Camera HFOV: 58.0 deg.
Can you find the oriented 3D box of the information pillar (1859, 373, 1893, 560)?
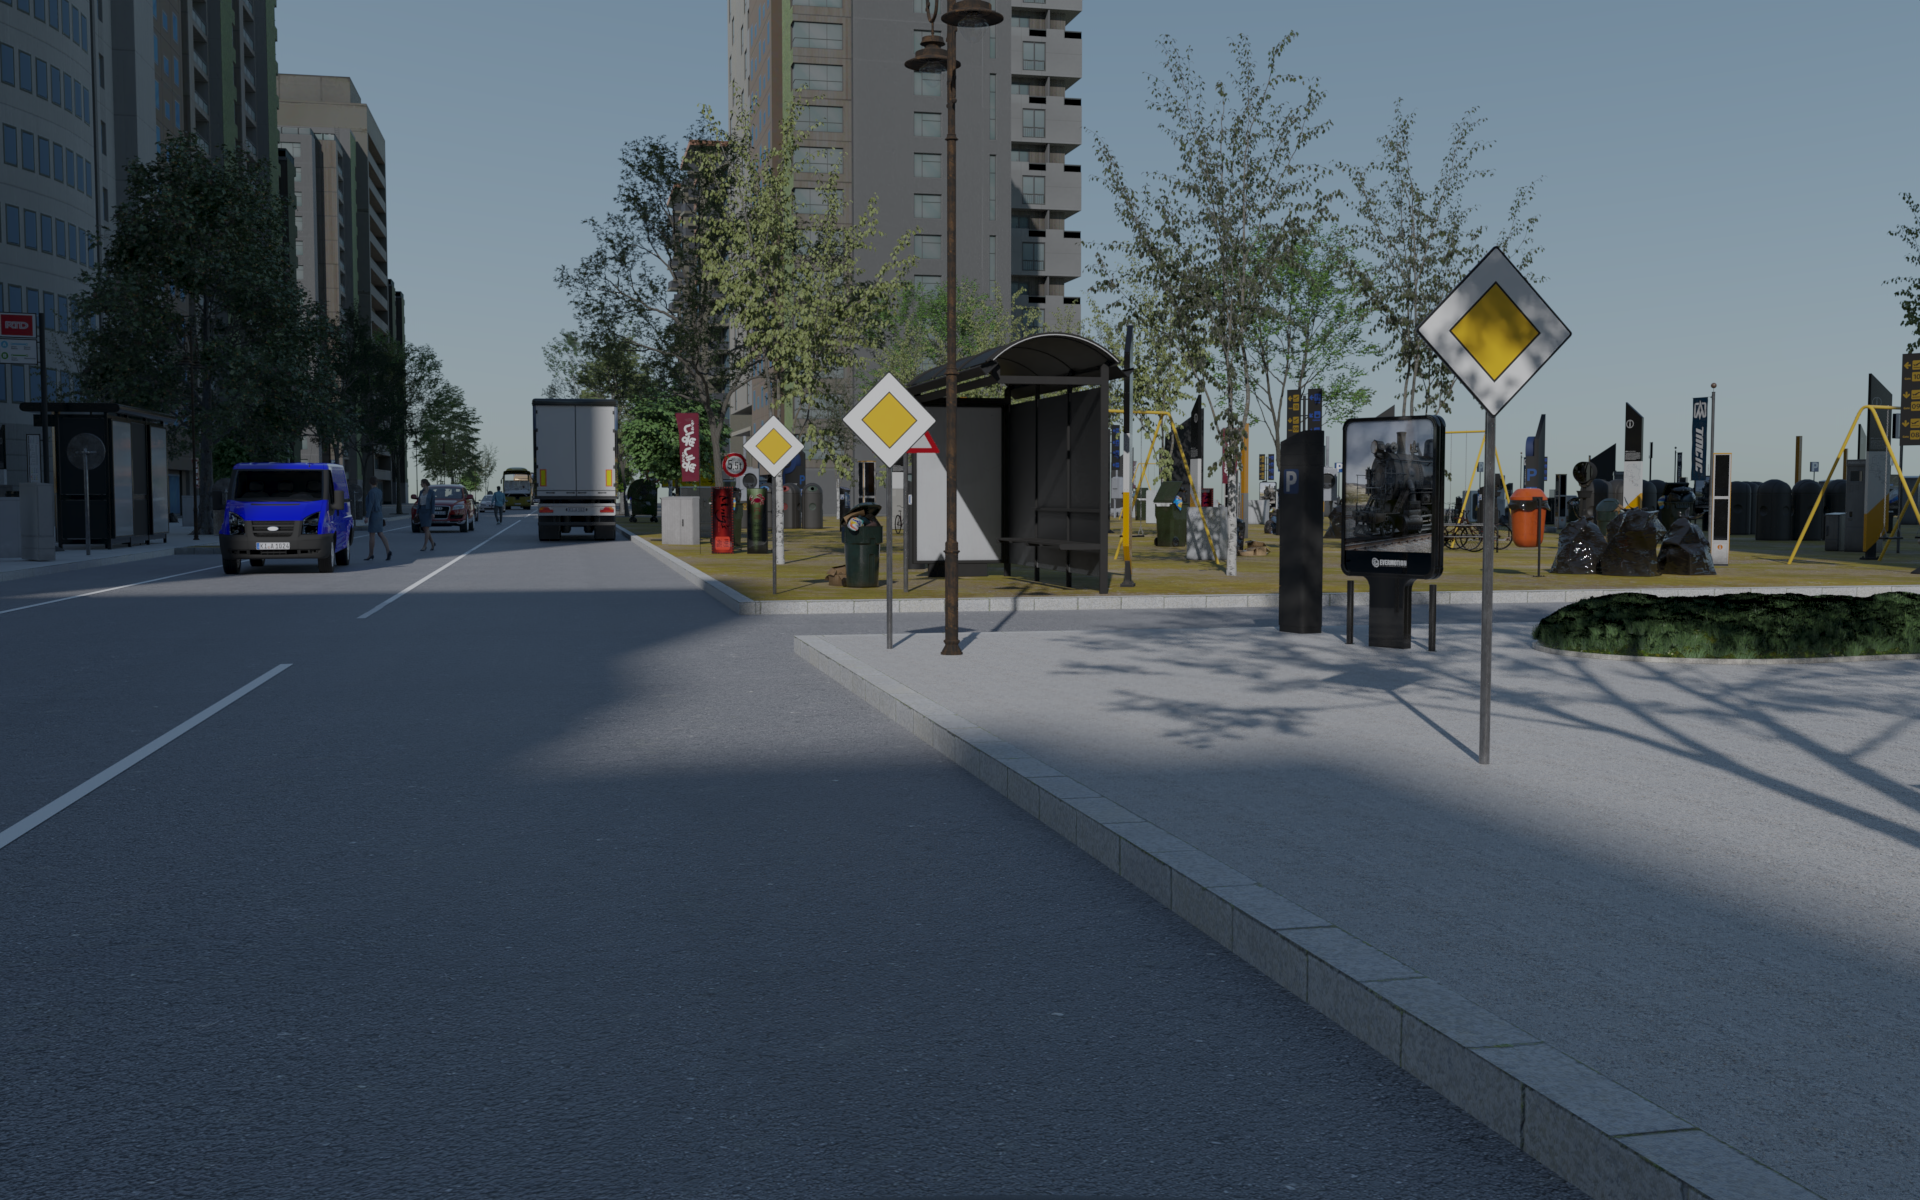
[{"bbox_3d":[17.838,-2.589,33.681,0.504,3.616,0.183,-1,4,-9],"label":"information pillar"}]

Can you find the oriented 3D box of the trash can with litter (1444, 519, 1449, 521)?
[{"bbox_3d":[23.603,-4.385,82.757,2.233,1.210,1.678,3,5,39],"label":"trash can with litter"}]

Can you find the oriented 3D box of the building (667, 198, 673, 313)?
[{"bbox_3d":[-29.197,-35.881,241.272,22.147,44.769,28.867,-1,4,-13],"label":"building"}]

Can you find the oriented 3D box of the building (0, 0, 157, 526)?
[{"bbox_3d":[-46.550,-32.197,68.427,21.231,58.520,28.212,-1,4,-13],"label":"building"}]

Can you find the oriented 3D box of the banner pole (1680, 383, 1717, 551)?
[{"bbox_3d":[16.861,-3.011,39.249,0.401,3.779,0.863,-1,4,-20],"label":"banner pole"}]

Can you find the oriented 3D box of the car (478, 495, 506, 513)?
[{"bbox_3d":[-36.585,-7.533,135.528,2.083,1.381,4.827,-1,4,-12],"label":"car"}]

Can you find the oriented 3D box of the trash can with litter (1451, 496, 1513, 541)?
[{"bbox_3d":[14.986,-2.249,47.821,2.233,1.210,1.678,0,4,-6],"label":"trash can with litter"}]

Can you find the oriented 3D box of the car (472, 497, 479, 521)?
[{"bbox_3d":[-26.006,-4.908,90.026,2.009,1.686,4.222,-1,4,-12],"label":"car"}]

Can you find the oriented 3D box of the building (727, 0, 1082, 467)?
[{"bbox_3d":[-5.394,-34.325,150.456,28.713,52.752,27.495,-1,4,-13],"label":"building"}]

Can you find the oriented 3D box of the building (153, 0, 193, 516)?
[{"bbox_3d":[-51.393,-27.198,94.794,14.600,45.320,14.200,-1,4,-13],"label":"building"}]

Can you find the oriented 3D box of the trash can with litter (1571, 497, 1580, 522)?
[{"bbox_3d":[26.541,-3.773,73.078,1.055,1.170,0.624,0,4,-8],"label":"trash can with litter"}]

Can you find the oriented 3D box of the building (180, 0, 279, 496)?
[{"bbox_3d":[-56.673,-26.877,123.026,14.154,41.232,14.086,-1,4,-13],"label":"building"}]

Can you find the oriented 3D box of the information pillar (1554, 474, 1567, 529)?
[{"bbox_3d":[21.848,-3.578,62.991,0.304,2.012,0.304,-1,4,-10],"label":"information pillar"}]

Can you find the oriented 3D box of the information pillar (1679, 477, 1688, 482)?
[{"bbox_3d":[31.285,-4.309,74.951,0.304,2.012,0.304,3,4,36],"label":"information pillar"}]

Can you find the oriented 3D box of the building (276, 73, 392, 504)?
[{"bbox_3d":[-79.294,-35.454,203.373,21.300,48.544,21.600,-1,4,-13],"label":"building"}]

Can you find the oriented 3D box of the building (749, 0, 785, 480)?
[{"bbox_3d":[-7.870,-29.259,128.496,14.600,45.320,14.200,-1,4,-13],"label":"building"}]

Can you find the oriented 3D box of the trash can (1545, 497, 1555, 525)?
[{"bbox_3d":[25.335,-3.859,74.742,0.748,1.137,0.748,0,3,0],"label":"trash can"}]

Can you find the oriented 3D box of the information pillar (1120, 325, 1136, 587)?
[{"bbox_3d":[2.313,-1.987,23.836,0.183,3.616,0.504,1,4,11],"label":"information pillar"}]

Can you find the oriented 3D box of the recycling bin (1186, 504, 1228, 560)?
[{"bbox_3d":[4.906,-1.308,33.946,0.722,1.027,0.722,2,4,32],"label":"recycling bin"}]

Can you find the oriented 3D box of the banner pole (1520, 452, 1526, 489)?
[{"bbox_3d":[33.554,-6.910,103.000,0.401,3.779,0.863,-3,5,-39],"label":"banner pole"}]

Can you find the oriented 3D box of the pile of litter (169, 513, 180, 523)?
[{"bbox_3d":[-35.729,-3.879,77.383,1.719,0.858,1.176,-3,5,-41],"label":"pile of litter"}]

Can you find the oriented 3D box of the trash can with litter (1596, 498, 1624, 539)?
[{"bbox_3d":[16.167,-1.954,43.330,0.624,1.170,1.055,3,5,41],"label":"trash can with litter"}]

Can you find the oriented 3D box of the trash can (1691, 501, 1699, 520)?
[{"bbox_3d":[35.990,-4.495,85.151,0.748,1.137,0.748,0,3,0],"label":"trash can"}]

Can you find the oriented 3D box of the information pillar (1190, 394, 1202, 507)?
[{"bbox_3d":[5.569,-3.029,40.877,0.183,3.616,0.504,-1,4,-14],"label":"information pillar"}]

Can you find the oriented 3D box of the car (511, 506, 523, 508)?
[{"bbox_3d":[-46.183,-10.389,179.639,2.009,1.686,4.222,-1,4,-11],"label":"car"}]

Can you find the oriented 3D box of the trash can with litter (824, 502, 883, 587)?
[{"bbox_3d":[-1.527,-0.770,23.977,0.624,1.170,1.055,-3,4,-37],"label":"trash can with litter"}]

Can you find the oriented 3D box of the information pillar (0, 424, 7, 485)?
[{"bbox_3d":[-32.234,-4.095,58.311,0.504,3.616,0.183,3,4,38],"label":"information pillar"}]

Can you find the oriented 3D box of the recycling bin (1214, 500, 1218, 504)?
[{"bbox_3d":[11.054,-3.954,77.204,0.722,1.027,0.722,-1,4,-12],"label":"recycling bin"}]

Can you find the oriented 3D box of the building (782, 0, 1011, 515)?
[{"bbox_3d":[-4.932,-26.374,114.811,14.154,41.232,14.086,-1,4,-13],"label":"building"}]

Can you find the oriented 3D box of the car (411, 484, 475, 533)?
[{"bbox_3d":[-19.704,-3.513,66.116,2.281,1.827,5.304,-1,4,-12],"label":"car"}]

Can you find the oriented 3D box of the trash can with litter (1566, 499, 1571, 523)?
[{"bbox_3d":[27.418,-4.070,77.928,0.624,1.170,1.055,-1,4,-21],"label":"trash can with litter"}]

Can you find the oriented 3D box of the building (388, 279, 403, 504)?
[{"bbox_3d":[-80.106,-27.543,222.021,14.160,30.474,14.107,-1,4,-13],"label":"building"}]

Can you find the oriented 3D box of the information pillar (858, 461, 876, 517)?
[{"bbox_3d":[-2.057,-2.068,38.311,0.304,2.012,0.304,-2,4,-27],"label":"information pillar"}]

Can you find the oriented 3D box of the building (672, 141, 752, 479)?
[{"bbox_3d":[-22.761,-34.163,213.183,22.147,44.769,28.867,-1,4,-13],"label":"building"}]

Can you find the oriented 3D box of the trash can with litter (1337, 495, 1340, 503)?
[{"bbox_3d":[22.101,-5.439,99.985,2.233,1.210,1.678,-2,4,-28],"label":"trash can with litter"}]

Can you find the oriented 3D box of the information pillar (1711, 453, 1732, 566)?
[{"bbox_3d":[13.603,-1.619,30.958,0.304,2.012,0.304,1,4,23],"label":"information pillar"}]

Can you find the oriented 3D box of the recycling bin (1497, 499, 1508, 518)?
[{"bbox_3d":[27.190,-4.577,87.384,0.722,1.027,0.722,2,4,28],"label":"recycling bin"}]

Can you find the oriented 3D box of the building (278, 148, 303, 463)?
[{"bbox_3d":[-60.724,-22.349,137.100,14.160,30.474,14.107,-1,4,-13],"label":"building"}]

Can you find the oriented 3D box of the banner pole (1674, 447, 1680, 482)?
[{"bbox_3d":[37.765,-6.187,91.181,0.401,3.779,0.863,-1,4,-10],"label":"banner pole"}]

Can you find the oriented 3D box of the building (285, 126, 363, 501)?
[{"bbox_3d":[-72.938,-30.776,186.779,14.154,41.232,14.086,-1,4,-13],"label":"building"}]

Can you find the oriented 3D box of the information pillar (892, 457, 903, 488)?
[{"bbox_3d":[-2.340,-4.555,65.822,0.504,3.616,0.183,-1,4,-10],"label":"information pillar"}]

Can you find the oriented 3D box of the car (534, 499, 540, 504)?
[{"bbox_3d":[-57.601,-13.565,234.142,2.083,1.381,4.827,-1,4,-13],"label":"car"}]

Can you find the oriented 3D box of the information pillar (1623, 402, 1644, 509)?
[{"bbox_3d":[17.074,-3.217,43.955,0.183,3.616,0.504,-3,4,-37],"label":"information pillar"}]

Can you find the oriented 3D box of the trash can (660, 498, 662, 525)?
[{"bbox_3d":[-11.594,-3.504,68.951,0.748,1.137,0.748,0,3,0],"label":"trash can"}]

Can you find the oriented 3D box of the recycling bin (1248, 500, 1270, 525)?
[{"bbox_3d":[12.659,-3.721,73.389,0.722,1.027,0.722,2,4,30],"label":"recycling bin"}]

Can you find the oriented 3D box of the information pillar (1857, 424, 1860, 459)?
[{"bbox_3d":[30.108,-4.070,57.896,0.504,3.616,0.183,-3,5,-40],"label":"information pillar"}]

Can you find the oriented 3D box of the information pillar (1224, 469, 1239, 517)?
[{"bbox_3d":[8.015,-2.855,51.179,0.304,2.012,0.304,-3,5,-42],"label":"information pillar"}]

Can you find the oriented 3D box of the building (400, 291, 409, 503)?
[{"bbox_3d":[-83.269,-28.382,235.744,14.160,30.474,14.107,-1,4,-13],"label":"building"}]
